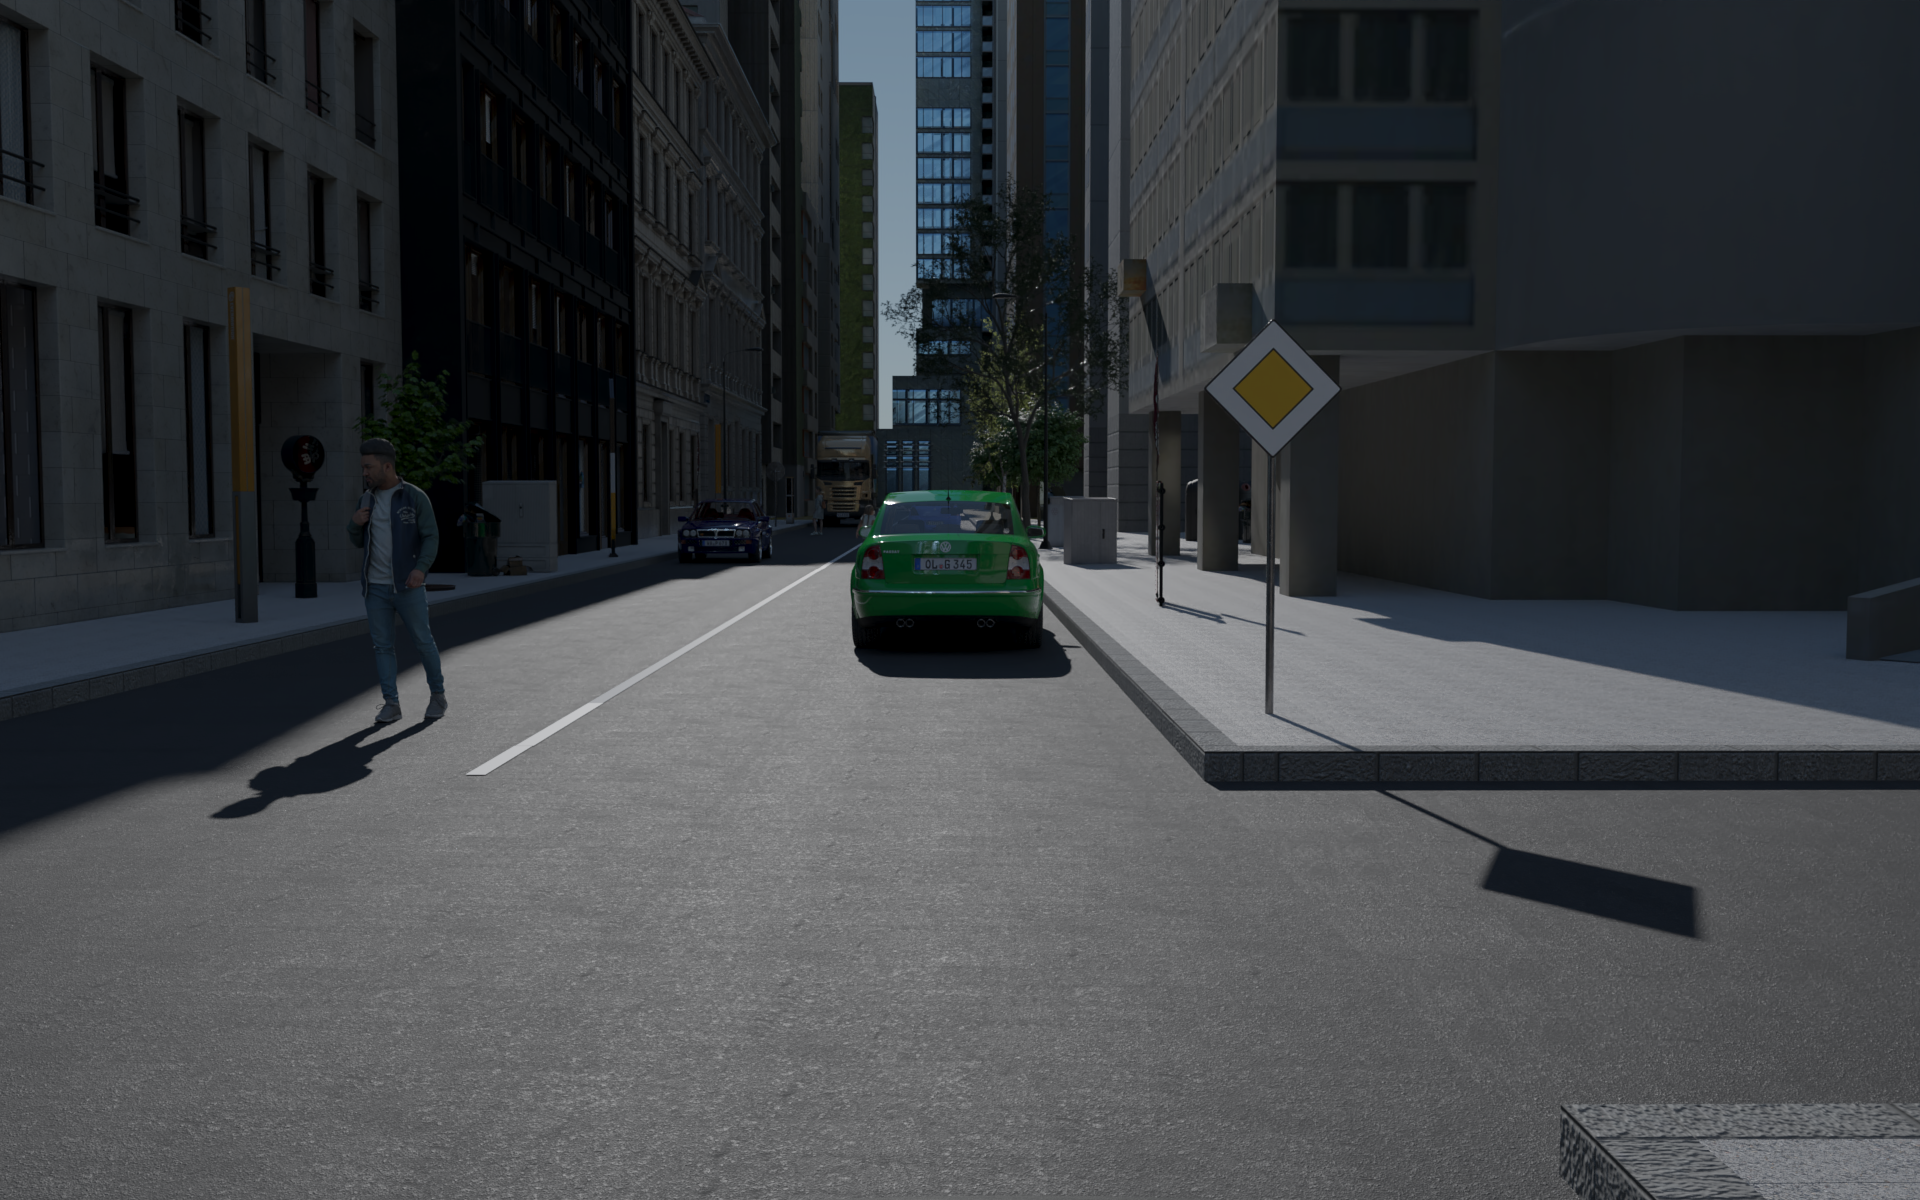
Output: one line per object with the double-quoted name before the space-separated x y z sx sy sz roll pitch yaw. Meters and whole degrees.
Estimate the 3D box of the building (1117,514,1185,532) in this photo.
"building" 15.666 -32.309 70.246 21.231 58.520 28.212 0 4 0

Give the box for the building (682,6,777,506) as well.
"building" -14.474 -14.477 72.858 11.583 22.565 21.152 0 4 0

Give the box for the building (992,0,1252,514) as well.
"building" 13.222 -36.890 145.149 21.231 58.520 28.212 0 4 0

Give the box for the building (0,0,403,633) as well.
"building" -14.052 -10.040 18.904 10.420 20.320 16.860 0 4 0

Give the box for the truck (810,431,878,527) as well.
"truck" -5.121 -5.514 79.065 2.839 4.237 11.283 0 4 -1

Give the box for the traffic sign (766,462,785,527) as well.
"traffic sign" -7.234 -4.146 67.894 0.768 2.556 0.104 0 4 4

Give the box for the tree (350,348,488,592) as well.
"tree" -7.160 -1.745 23.137 1.663 3.219 1.824 0 3 0

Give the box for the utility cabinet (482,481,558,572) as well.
"utility cabinet" -7.221 -1.206 28.403 1.173 1.500 0.318 1 4 12

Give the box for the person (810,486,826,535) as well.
"person" -4.973 -3.151 61.028 0.522 1.701 0.512 1 4 8

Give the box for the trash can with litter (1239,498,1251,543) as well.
"trash can with litter" 7.676 -2.074 45.301 0.624 1.170 1.055 2 4 33

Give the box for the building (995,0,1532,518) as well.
"building" 18.576 -26.086 118.393 32.217 40.220 23.993 0 4 0

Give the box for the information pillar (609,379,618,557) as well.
"information pillar" -7.048 -2.677 35.117 0.183 3.616 0.504 -1 4 -13

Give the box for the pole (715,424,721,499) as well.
"pole" -7.094 -3.482 50.775 0.158 3.312 0.155 0 3 0

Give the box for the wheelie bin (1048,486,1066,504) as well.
"wheelie bin" 3.999 -3.931 72.174 0.980 1.594 0.693 -2 4 -35

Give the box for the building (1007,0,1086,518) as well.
"building" 9.837 -27.461 99.101 14.600 45.320 14.200 0 4 0

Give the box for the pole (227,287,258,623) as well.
"pole" -7.124 -1.428 17.199 0.158 3.312 0.155 0 3 0

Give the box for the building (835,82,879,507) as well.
"building" -15.346 -30.093 175.617 14.086 41.232 14.154 0 4 0

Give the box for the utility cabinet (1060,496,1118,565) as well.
"utility cabinet" 2.399 -1.261 31.779 1.020 1.237 0.306 -2 4 -31

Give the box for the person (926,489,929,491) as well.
"person" -1.912 -5.909 105.908 0.742 1.727 0.445 -3 5 -45

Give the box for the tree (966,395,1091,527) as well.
"tree" 2.645 -4.434 56.206 4.285 4.588 4.351 0 3 0

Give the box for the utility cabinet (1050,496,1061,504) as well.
"utility cabinet" 3.202 -2.478 51.674 1.020 1.237 0.306 0 4 -3

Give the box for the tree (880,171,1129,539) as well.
"tree" 1.937 -7.038 49.491 8.767 10.594 7.601 0 4 -3

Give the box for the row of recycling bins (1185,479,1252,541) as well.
"row of recycling bins" 7.463 -2.525 48.398 1.069 1.692 3.534 3 5 43

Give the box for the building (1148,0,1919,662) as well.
"building" 15.254 -20.451 26.256 23.993 40.220 32.217 0 4 0

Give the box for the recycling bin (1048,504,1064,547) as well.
"recycling bin" 2.542 -1.818 42.280 0.722 1.027 0.722 1 4 11

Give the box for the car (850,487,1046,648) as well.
"car" -0.092 -0.531 17.475 1.959 1.807 4.718 0 4 1

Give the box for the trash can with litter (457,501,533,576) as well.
"trash can with litter" -7.299 -0.967 27.202 1.055 1.170 0.624 -3 4 -36

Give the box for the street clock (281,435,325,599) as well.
"street clock" -8.071 -1.025 21.324 0.358 2.002 0.471 2 4 34

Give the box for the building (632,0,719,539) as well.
"building" -13.825 -11.508 52.788 10.561 19.102 19.286 0 4 0

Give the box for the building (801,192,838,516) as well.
"building" -22.726 -16.428 113.631 27.650 21.520 28.899 0 4 0

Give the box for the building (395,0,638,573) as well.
"building" -14.219 -12.566 35.126 12.332 23.373 15.834 0 4 0

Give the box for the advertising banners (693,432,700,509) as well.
"advertising banners" -7.569 -3.275 49.730 0.090 3.025 2.074 -1 4 -12

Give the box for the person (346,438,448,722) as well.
"person" -3.585 -0.131 10.982 0.623 1.781 0.721 0 4 1

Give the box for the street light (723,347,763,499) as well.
"street light" -6.933 -5.043 55.000 1.470 5.913 1.316 0 4 0

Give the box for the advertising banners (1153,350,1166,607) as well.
"advertising banners" 2.365 -1.492 20.588 0.090 3.025 2.074 0 4 5

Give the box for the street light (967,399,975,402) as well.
"street light" 1.030 -6.888 85.162 1.470 5.913 1.316 0 4 0

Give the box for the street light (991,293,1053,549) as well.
"street light" 1.455 -4.140 40.233 1.470 5.913 1.316 0 4 0

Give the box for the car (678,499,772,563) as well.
"car" -5.042 -1.518 37.403 1.945 1.354 3.894 0 4 -1

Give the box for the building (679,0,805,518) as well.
"building" -15.928 -19.587 91.952 14.160 30.474 14.107 0 4 0

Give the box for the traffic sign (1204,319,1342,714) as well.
"traffic sign" 1.803 -0.392 10.056 0.795 2.450 0.064 0 4 0

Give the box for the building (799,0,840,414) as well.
"building" -23.834 -33.974 144.707 27.495 52.752 28.713 0 4 0

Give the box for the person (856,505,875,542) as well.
"person" -1.856 -1.274 34.348 0.505 1.210 0.382 1 4 21

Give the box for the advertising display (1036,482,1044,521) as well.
"advertising display" 3.918 -4.751 82.893 0.123 1.923 0.974 2 4 28

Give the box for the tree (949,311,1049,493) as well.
"tree" 1.700 -7.288 69.516 4.360 8.622 3.978 0 3 0

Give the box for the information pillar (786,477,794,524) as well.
"information pillar" -7.329 -4.291 74.652 0.304 2.012 0.304 1 4 9

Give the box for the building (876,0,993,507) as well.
"building" 7.155 -53.001 179.232 31.000 86.520 22.319 0 4 0
